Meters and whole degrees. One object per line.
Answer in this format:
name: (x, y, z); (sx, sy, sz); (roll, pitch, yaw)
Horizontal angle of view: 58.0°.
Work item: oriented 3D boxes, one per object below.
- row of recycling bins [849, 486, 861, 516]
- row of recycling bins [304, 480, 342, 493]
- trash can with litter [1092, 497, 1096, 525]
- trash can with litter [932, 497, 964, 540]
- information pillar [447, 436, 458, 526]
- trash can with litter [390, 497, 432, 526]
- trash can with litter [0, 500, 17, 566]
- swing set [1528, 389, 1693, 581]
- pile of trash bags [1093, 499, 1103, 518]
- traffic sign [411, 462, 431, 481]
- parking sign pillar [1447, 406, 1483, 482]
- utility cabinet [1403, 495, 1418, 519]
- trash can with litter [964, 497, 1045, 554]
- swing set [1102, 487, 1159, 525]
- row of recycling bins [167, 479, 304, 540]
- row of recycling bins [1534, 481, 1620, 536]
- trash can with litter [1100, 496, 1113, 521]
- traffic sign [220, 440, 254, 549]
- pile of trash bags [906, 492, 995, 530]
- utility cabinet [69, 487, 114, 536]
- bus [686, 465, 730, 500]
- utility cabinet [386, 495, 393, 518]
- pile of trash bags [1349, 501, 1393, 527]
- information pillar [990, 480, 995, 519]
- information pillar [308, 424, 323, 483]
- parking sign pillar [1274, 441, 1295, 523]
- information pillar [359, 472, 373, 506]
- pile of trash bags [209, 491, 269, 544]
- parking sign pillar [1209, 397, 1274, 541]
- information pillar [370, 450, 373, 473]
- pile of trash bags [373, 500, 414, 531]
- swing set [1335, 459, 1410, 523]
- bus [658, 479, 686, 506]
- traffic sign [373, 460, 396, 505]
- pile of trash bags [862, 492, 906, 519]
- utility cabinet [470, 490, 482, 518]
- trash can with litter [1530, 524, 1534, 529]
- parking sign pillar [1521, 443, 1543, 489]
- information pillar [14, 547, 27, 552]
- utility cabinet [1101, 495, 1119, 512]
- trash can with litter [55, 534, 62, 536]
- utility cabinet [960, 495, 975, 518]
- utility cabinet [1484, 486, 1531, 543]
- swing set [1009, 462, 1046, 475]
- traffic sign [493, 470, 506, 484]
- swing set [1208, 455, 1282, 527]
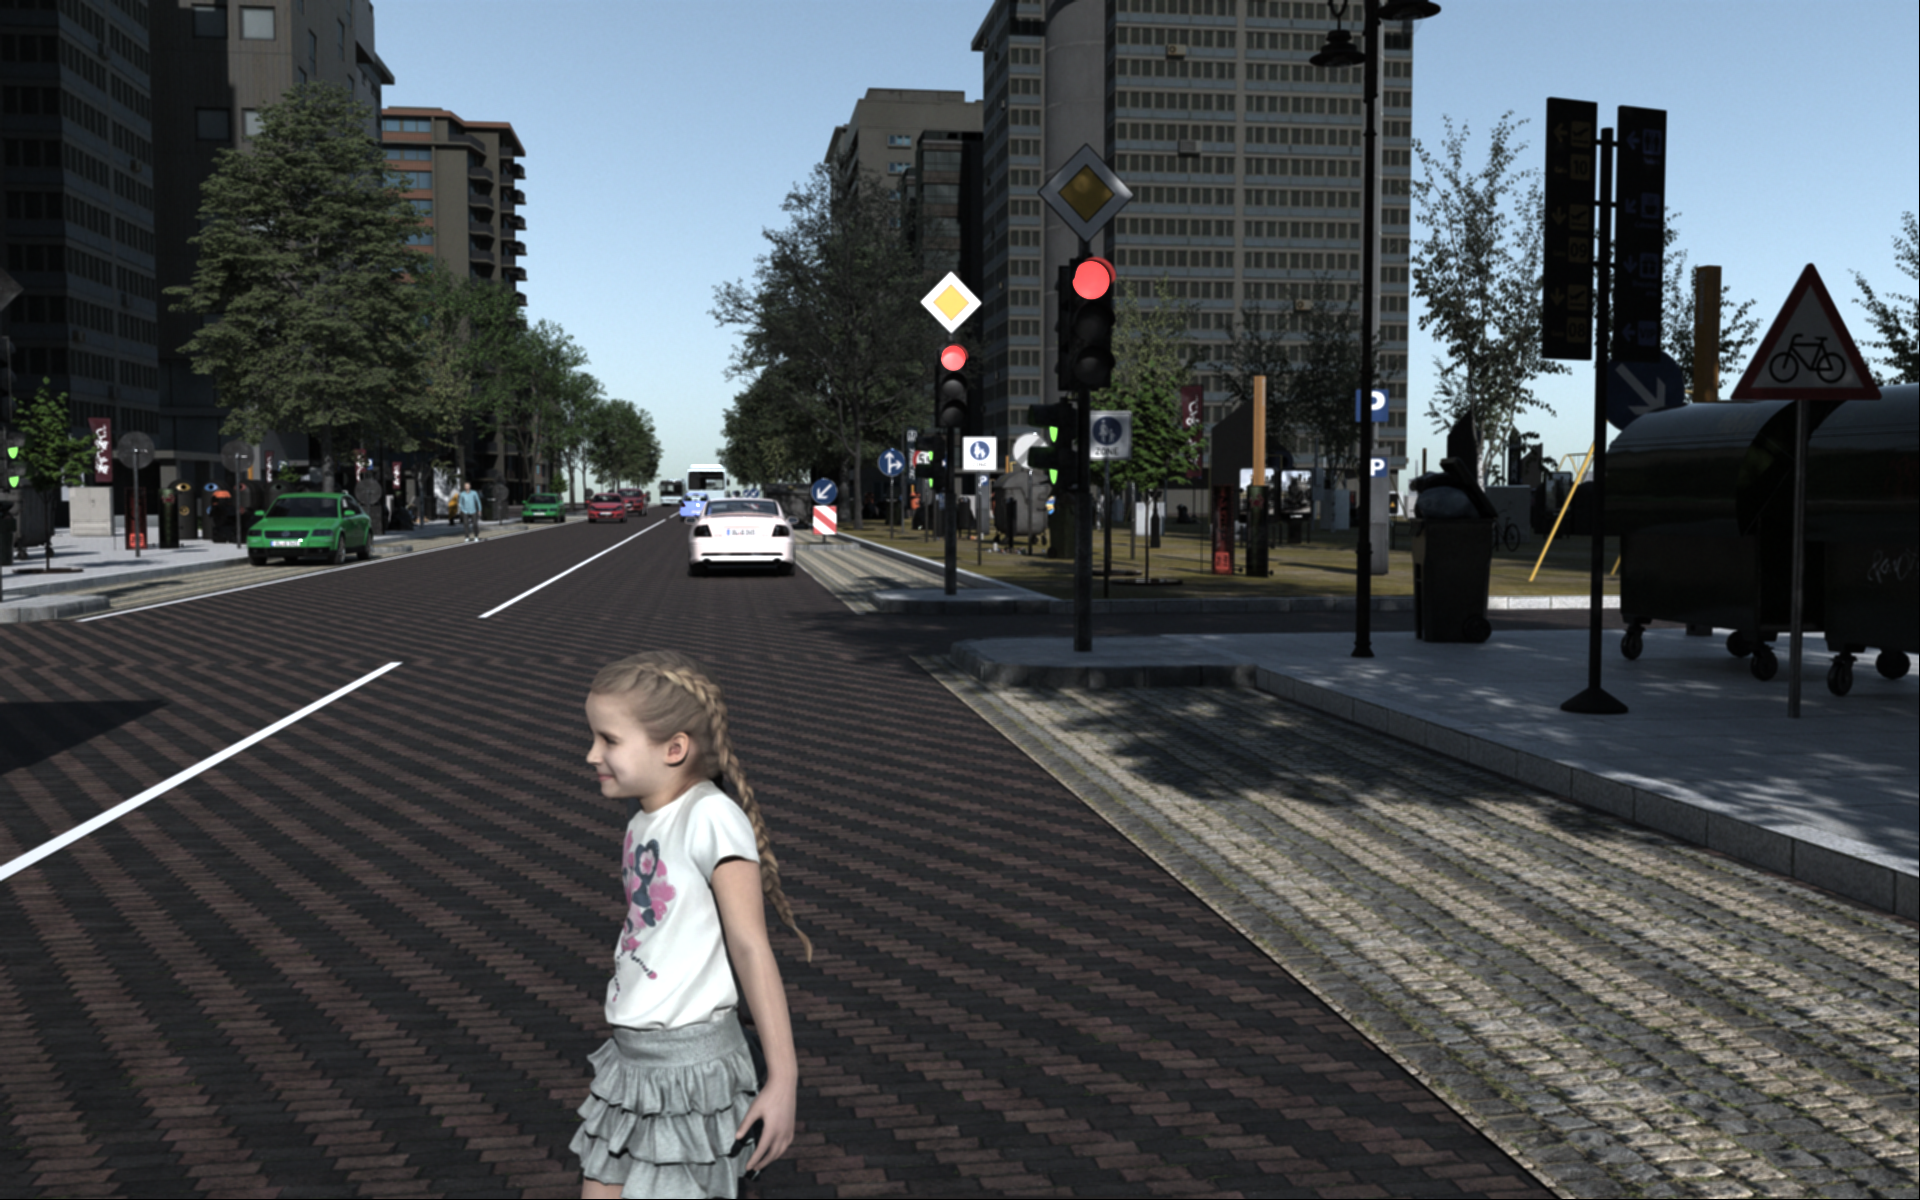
row of recycling bins: (-5.789, -5.251, 92.967); (1.069, 1.692, 3.534); (0, 4, -3)
row of recycling bins: (-19.817, -2.719, 51.572); (1.069, 1.692, 3.534); (2, 4, 26)
trash can with litter: (5.003, -3.616, 70.501); (1.055, 1.170, 0.624); (1, 4, 19)
trash can with litter: (0.015, -2.321, 49.013); (1.678, 1.210, 2.233); (-2, 4, -32)
information pillar: (-20.592, -4.827, 70.274); (0.504, 3.616, 0.183); (2, 4, 34)
trash can with litter: (-22.451, -3.628, 70.380); (2.233, 1.210, 1.678); (-3, 5, -40)
trash can with litter: (-17.348, -1.190, 30.841); (1.055, 1.170, 0.624); (1, 4, 20)
swing set: (10.493, -1.712, 25.618); (2.862, 2.851, 3.119); (3, 5, 44)
pile of trash bags: (6.116, -5.015, 91.743); (1.912, 1.369, 3.447); (2, 4, 34)
traffic sign: (-21.411, -4.202, 68.800); (0.768, 2.556, 0.104); (0, 4, -7)
parking sign pillar: (15.596, -3.980, 53.551); (1.447, 3.967, 1.447); (-1, 4, -18)
utility cabinet: (23.022, -4.708, 88.129); (1.020, 1.237, 0.306); (-2, 4, -34)
trash can with litter: (1.040, -1.636, 37.805); (1.678, 1.210, 2.233); (0, 4, -3)
swing set: (6.712, -4.697, 74.418); (3.119, 2.851, 2.862); (3, 5, 42)
row of recycling bins: (-20.556, -2.550, 48.813); (3.534, 1.692, 1.069); (0, 4, -1)
row of recycling bins: (19.486, -2.890, 54.362); (1.069, 1.692, 3.534); (-2, 4, -29)
trash can with litter: (6.933, -4.407, 83.441); (1.055, 1.170, 0.624); (-1, 4, -18)
traffic sign: (-16.964, -2.482, 40.679); (0.768, 2.556, 0.104); (0, 4, -8)
pile of trash bags: (0.059, -3.210, 62.230); (3.447, 1.369, 1.912); (-1, 4, -18)
utility cabinet: (-26.206, -2.666, 52.270); (1.173, 1.500, 0.318); (0, 4, -6)
bus: (-17.084, -7.488, 117.281); (2.948, 3.499, 13.247); (0, 4, -8)
utility cabinet: (-30.101, -4.901, 91.299); (1.020, 1.237, 0.306); (-2, 4, -25)
pile of trash bags: (15.539, -3.596, 68.542); (1.912, 1.369, 3.447); (-2, 4, -29)
information pillar: (1.545, -5.088, 87.678); (0.304, 2.012, 0.304); (-3, 5, -43)
information pillar: (-20.017, -3.831, 53.993); (0.504, 3.616, 0.183); (-1, 4, -22)
parking sign pillar: (14.522, -5.495, 78.321); (1.447, 3.967, 1.447); (-2, 4, -29)
information pillar: (-19.504, -3.207, 56.922); (0.304, 2.012, 0.304); (3, 4, 37)
pile of trash bags: (-19.012, -2.218, 46.023); (3.447, 1.369, 1.912); (3, 5, 43)
parking sign pillar: (7.580, -3.616, 47.587); (1.447, 3.967, 1.447); (2, 4, 30)
information pillar: (-31.051, -6.121, 91.437); (0.183, 3.616, 0.504); (-1, 4, -21)
pile of trash bags: (-20.793, -3.070, 59.944); (1.912, 1.369, 3.447); (3, 4, 37)
swing set: (17.944, -4.825, 76.508); (2.862, 2.851, 3.119); (-1, 4, -16)
bus: (-34.008, -12.904, 205.842); (2.948, 3.499, 13.247); (0, 4, -6)
traffic sign: (-22.092, -4.066, 66.483); (0.884, 2.594, 0.081); (0, 4, -6)
pile of trash bags: (-3.377, -4.866, 89.313); (3.447, 1.369, 1.912); (-3, 5, -44)
utility cabinet: (-26.229, -5.195, 93.616); (1.173, 1.500, 0.318); (3, 5, 41)
trash can with litter: (19.970, -3.195, 63.298); (2.233, 1.210, 1.678); (2, 4, 32)
parking sign pillar: (29.940, -6.274, 91.050); (1.447, 3.967, 1.447); (-1, 4, -23)
information pillar: (-21.079, -2.090, 38.657); (0.304, 2.012, 0.304); (0, 4, -1)
utility cabinet: (8.488, -5.306, 97.920); (1.020, 1.237, 0.306); (1, 4, 22)
trash can with litter: (-28.516, -2.566, 53.012); (2.233, 1.210, 1.678); (2, 4, 25)
utility cabinet: (0.523, -4.789, 89.467); (1.020, 1.237, 0.306); (0, 4, 5)
utility cabinet: (14.161, -2.217, 44.926); (1.173, 1.500, 0.318); (1, 4, 11)
swing set: (3.761, -5.368, 85.389); (3.119, 2.851, 2.862); (-1, 4, -8)
traffic sign: (-24.980, -5.754, 94.089); (0.884, 2.594, 0.081); (0, 4, -6)
swing set: (11.297, -4.389, 69.373); (3.119, 2.851, 2.862); (1, 4, 9)
